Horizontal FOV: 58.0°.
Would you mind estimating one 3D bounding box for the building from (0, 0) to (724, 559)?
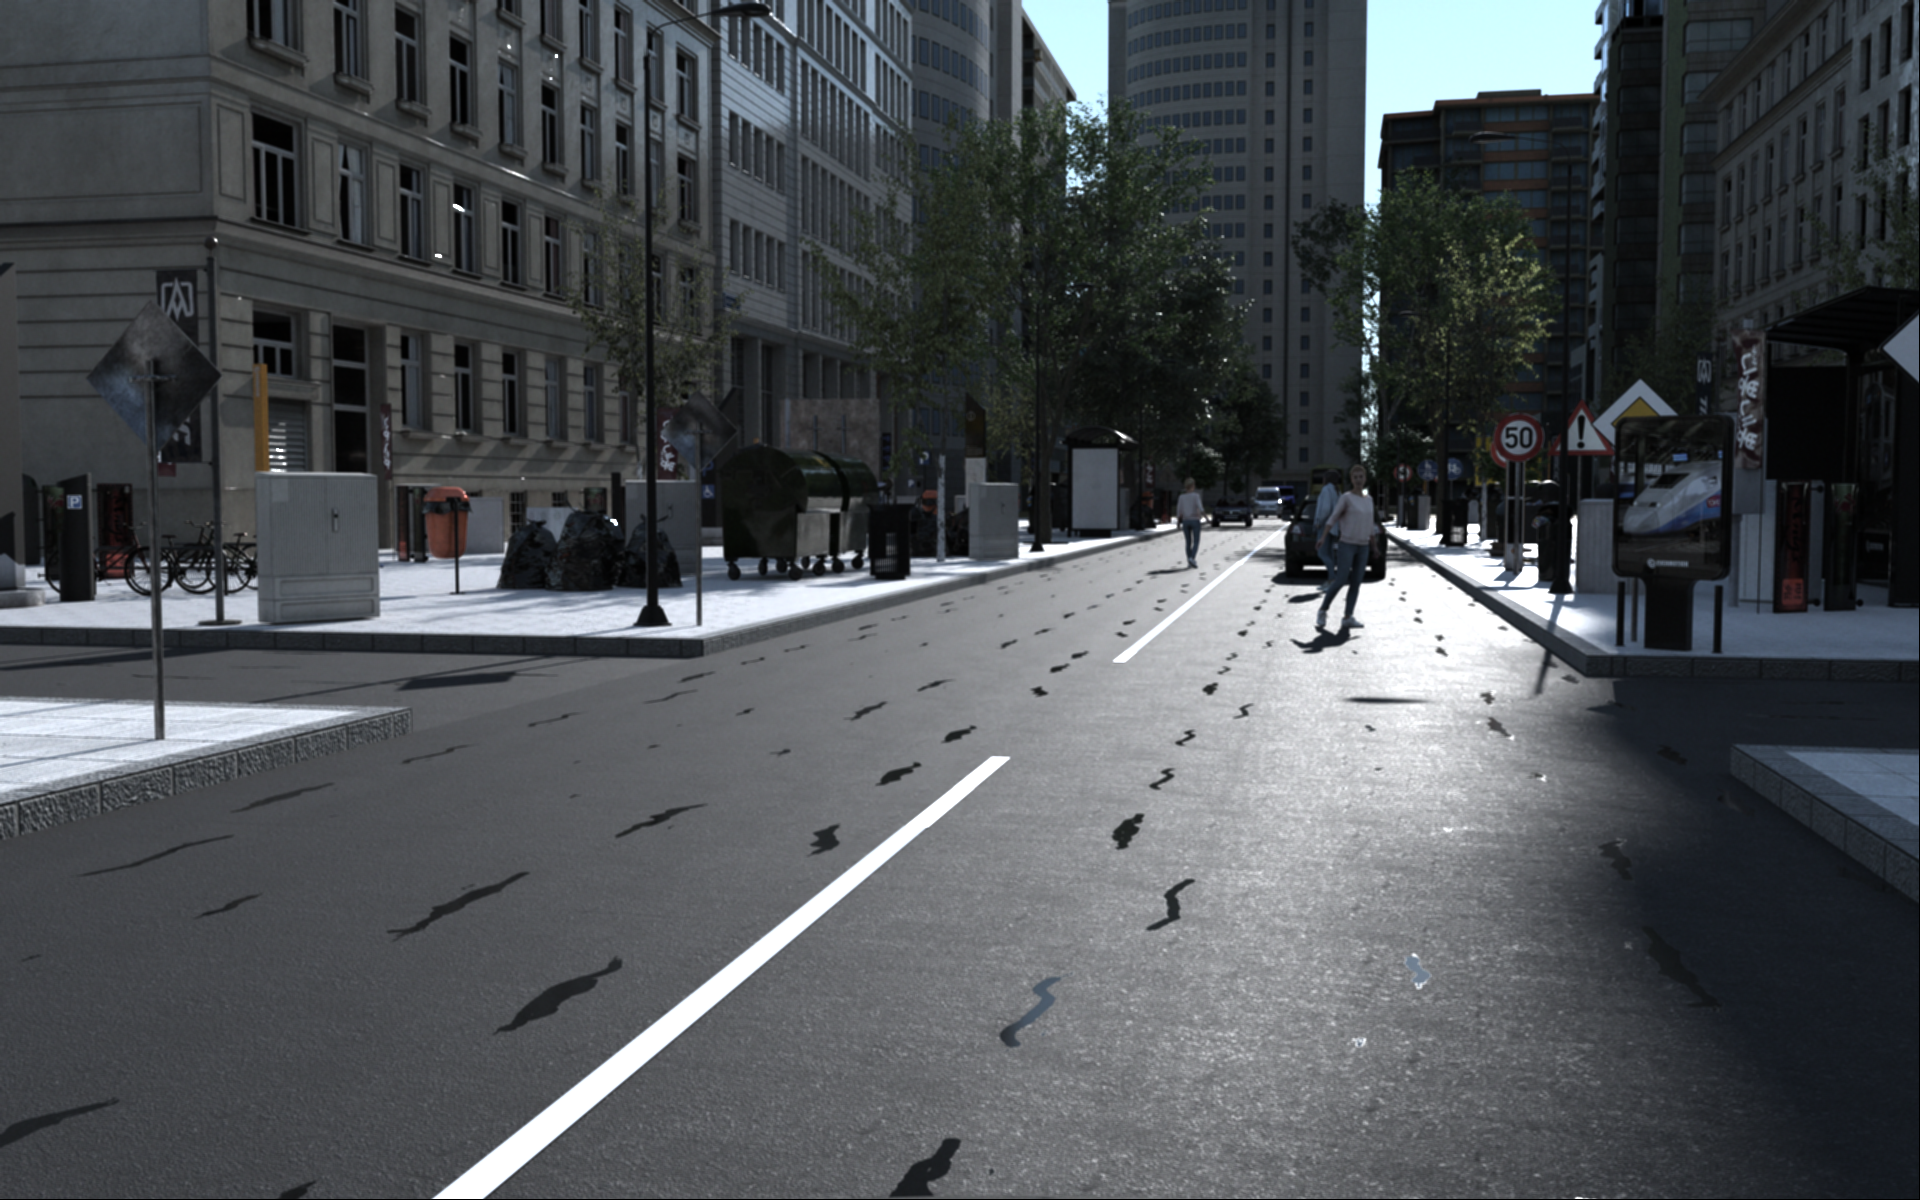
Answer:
[{"bbox_3d":[-18.784,-13.193,48.986,16.112,22.955,30.059,1,4,12],"label":"building"}]

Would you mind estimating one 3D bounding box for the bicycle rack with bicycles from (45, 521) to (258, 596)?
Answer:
[{"bbox_3d":[-9.923,-0.569,22.678,2.925,0.926,2.852,0,4,7],"label":"bicycle rack with bicycles"}]

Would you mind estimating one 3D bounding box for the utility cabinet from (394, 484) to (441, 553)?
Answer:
[{"bbox_3d":[-11.788,-1.771,37.631,1.173,1.500,0.318,2,4,32],"label":"utility cabinet"}]

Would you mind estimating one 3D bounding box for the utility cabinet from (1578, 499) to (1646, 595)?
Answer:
[{"bbox_3d":[8.471,-0.673,22.163,1.020,1.237,0.306,2,4,33],"label":"utility cabinet"}]

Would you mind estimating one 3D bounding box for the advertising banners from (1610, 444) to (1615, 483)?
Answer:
[{"bbox_3d":[17.032,-2.857,42.896,2.074,3.025,0.090,0,4,5],"label":"advertising banners"}]

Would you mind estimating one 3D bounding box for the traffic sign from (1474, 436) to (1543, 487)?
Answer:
[{"bbox_3d":[19.011,-4.049,60.071,2.265,3.308,0.079,1,4,18],"label":"traffic sign"}]

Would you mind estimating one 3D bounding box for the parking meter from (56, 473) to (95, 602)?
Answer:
[{"bbox_3d":[-10.601,-0.755,20.756,0.372,1.533,0.369,0,3,0],"label":"parking meter"}]

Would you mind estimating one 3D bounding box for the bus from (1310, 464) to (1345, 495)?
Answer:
[{"bbox_3d":[29.710,-9.093,140.219,2.896,3.916,12.252,1,4,12],"label":"bus"}]

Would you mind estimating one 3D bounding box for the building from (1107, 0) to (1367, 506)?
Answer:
[{"bbox_3d":[31.144,-40.002,196.027,28.212,58.520,21.231,1,4,12],"label":"building"}]

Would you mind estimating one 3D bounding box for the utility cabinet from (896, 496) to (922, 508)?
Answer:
[{"bbox_3d":[-1.261,-2.302,48.795,1.020,1.237,0.306,1,4,13],"label":"utility cabinet"}]

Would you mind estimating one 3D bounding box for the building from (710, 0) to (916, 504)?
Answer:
[{"bbox_3d":[-10.808,-18.357,77.634,11.434,29.767,29.804,1,4,12],"label":"building"}]

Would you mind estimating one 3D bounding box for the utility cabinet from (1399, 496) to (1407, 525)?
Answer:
[{"bbox_3d":[18.508,-3.721,72.001,0.306,1.237,1.020,2,4,32],"label":"utility cabinet"}]

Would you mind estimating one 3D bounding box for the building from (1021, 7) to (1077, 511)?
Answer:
[{"bbox_3d":[-3.795,-27.425,140.275,23.993,40.220,32.217,1,4,12],"label":"building"}]

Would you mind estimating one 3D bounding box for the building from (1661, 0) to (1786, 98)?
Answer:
[{"bbox_3d":[45.082,-25.049,93.149,14.154,41.232,14.086,1,4,12],"label":"building"}]

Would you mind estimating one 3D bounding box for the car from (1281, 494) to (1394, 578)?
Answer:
[{"bbox_3d":[6.761,-1.302,31.071,2.009,1.686,4.222,1,4,13],"label":"car"}]

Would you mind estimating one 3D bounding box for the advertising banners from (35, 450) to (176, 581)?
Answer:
[{"bbox_3d":[-12.788,-1.831,26.121,2.074,3.025,0.090,-3,4,-38],"label":"advertising banners"}]

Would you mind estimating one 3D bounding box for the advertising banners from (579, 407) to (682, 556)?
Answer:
[{"bbox_3d":[-6.610,-2.365,34.848,2.074,3.025,0.090,0,4,-1],"label":"advertising banners"}]

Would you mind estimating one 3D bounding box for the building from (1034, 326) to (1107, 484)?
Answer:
[{"bbox_3d":[3.381,-22.058,205.681,28.899,21.520,27.650,1,4,12],"label":"building"}]

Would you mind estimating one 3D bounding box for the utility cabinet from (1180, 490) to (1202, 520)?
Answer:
[{"bbox_3d":[11.398,-4.692,85.392,1.173,1.500,0.318,-2,4,-34],"label":"utility cabinet"}]

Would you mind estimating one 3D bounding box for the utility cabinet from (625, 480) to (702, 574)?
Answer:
[{"bbox_3d":[-4.675,-1.140,27.321,1.173,1.500,0.318,-1,4,-11],"label":"utility cabinet"}]

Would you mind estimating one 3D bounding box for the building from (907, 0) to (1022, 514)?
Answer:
[{"bbox_3d":[-8.852,-34.636,108.304,21.231,58.520,28.212,1,4,12],"label":"building"}]

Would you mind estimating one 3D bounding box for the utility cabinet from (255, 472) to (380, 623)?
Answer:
[{"bbox_3d":[-6.431,-0.533,17.391,0.318,1.500,1.173,3,4,38],"label":"utility cabinet"}]

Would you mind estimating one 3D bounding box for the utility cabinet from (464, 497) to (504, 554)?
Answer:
[{"bbox_3d":[-10.366,-1.602,37.348,1.020,1.237,0.306,-1,4,-16],"label":"utility cabinet"}]

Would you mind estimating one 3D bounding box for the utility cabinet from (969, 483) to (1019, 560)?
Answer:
[{"bbox_3d":[0.672,-1.533,33.747,0.318,1.500,1.173,3,5,41],"label":"utility cabinet"}]

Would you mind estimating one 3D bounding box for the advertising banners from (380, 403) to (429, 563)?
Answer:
[{"bbox_3d":[-10.613,-2.252,33.005,0.090,3.025,2.074,-3,5,-40],"label":"advertising banners"}]

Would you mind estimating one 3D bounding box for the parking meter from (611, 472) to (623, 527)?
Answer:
[{"bbox_3d":[-9.306,-2.530,47.079,0.255,1.863,0.399,0,4,1],"label":"parking meter"}]

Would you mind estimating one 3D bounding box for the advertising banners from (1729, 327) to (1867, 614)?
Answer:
[{"bbox_3d":[9.007,-1.374,18.649,2.074,3.025,0.090,-2,4,-24],"label":"advertising banners"}]

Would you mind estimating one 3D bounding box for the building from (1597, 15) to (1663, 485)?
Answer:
[{"bbox_3d":[47.026,-20.535,107.447,14.160,30.474,14.107,1,4,12],"label":"building"}]

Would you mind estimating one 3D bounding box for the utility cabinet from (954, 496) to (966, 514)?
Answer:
[{"bbox_3d":[0.315,-3.296,65.043,1.020,1.237,0.306,-2,4,-25],"label":"utility cabinet"}]

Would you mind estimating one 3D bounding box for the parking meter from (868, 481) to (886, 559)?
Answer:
[{"bbox_3d":[-1.655,-1.601,34.583,0.372,1.533,0.369,0,3,0],"label":"parking meter"}]

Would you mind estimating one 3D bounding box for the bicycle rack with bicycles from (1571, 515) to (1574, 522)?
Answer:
[{"bbox_3d":[25.076,-3.834,76.062,2.852,0.926,2.925,-1,4,-19],"label":"bicycle rack with bicycles"}]

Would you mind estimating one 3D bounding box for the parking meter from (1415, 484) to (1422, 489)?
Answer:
[{"bbox_3d":[21.996,-4.742,83.235,0.255,1.863,0.399,-1,4,-11],"label":"parking meter"}]

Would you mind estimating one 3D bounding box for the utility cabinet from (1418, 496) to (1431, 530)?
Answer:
[{"bbox_3d":[16.638,-3.112,62.041,0.306,1.237,1.020,2,4,24],"label":"utility cabinet"}]

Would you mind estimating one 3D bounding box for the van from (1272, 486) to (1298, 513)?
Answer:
[{"bbox_3d":[24.502,-7.776,131.525,2.240,2.365,5.245,1,4,11],"label":"van"}]

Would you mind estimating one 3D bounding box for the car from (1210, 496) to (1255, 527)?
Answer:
[{"bbox_3d":[12.064,-3.921,76.694,1.945,1.354,3.894,1,4,11],"label":"car"}]

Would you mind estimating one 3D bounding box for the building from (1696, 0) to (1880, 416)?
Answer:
[{"bbox_3d":[40.937,-14.431,69.236,16.112,22.955,30.059,1,4,12],"label":"building"}]

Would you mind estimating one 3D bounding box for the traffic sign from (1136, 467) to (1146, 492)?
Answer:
[{"bbox_3d":[8.721,-5.012,81.949,0.884,2.594,0.081,1,4,21],"label":"traffic sign"}]

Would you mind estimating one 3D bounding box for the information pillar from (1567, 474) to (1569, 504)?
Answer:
[{"bbox_3d":[21.983,-3.581,63.036,0.304,2.012,0.304,1,4,11],"label":"information pillar"}]

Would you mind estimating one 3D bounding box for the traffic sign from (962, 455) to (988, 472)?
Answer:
[{"bbox_3d":[0.421,-3.070,50.296,0.768,2.556,0.104,1,4,18],"label":"traffic sign"}]

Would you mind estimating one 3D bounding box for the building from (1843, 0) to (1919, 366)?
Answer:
[{"bbox_3d":[32.291,-11.771,47.202,10.420,20.320,16.860,1,4,12],"label":"building"}]

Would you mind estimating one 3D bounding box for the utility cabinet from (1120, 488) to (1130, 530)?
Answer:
[{"bbox_3d":[5.815,-3.227,61.443,0.318,1.500,1.173,1,4,12],"label":"utility cabinet"}]

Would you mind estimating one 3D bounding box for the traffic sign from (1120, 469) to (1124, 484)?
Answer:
[{"bbox_3d":[7.985,-5.304,86.833,0.768,2.556,0.104,1,4,16],"label":"traffic sign"}]

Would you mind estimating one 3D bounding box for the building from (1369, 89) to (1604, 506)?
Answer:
[{"bbox_3d":[59.156,-32.805,190.979,28.867,44.769,22.147,1,4,12],"label":"building"}]

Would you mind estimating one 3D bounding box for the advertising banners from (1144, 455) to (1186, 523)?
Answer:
[{"bbox_3d":[9.127,-4.913,76.511,2.074,3.025,0.090,0,4,3],"label":"advertising banners"}]

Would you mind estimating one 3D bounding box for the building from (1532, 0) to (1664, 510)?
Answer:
[{"bbox_3d":[55.671,-49.815,127.141,22.319,86.520,31.000,1,4,12],"label":"building"}]

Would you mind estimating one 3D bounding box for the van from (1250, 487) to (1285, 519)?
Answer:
[{"bbox_3d":[18.174,-5.827,102.275,2.013,2.044,4.112,1,4,10],"label":"van"}]

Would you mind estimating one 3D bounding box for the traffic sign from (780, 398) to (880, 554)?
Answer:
[{"bbox_3d":[-2.802,-2.642,37.069,2.265,3.308,0.079,1,4,16],"label":"traffic sign"}]

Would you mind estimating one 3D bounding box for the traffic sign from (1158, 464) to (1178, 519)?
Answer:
[{"bbox_3d":[8.965,-4.573,74.774,0.884,2.594,0.081,1,4,17],"label":"traffic sign"}]
